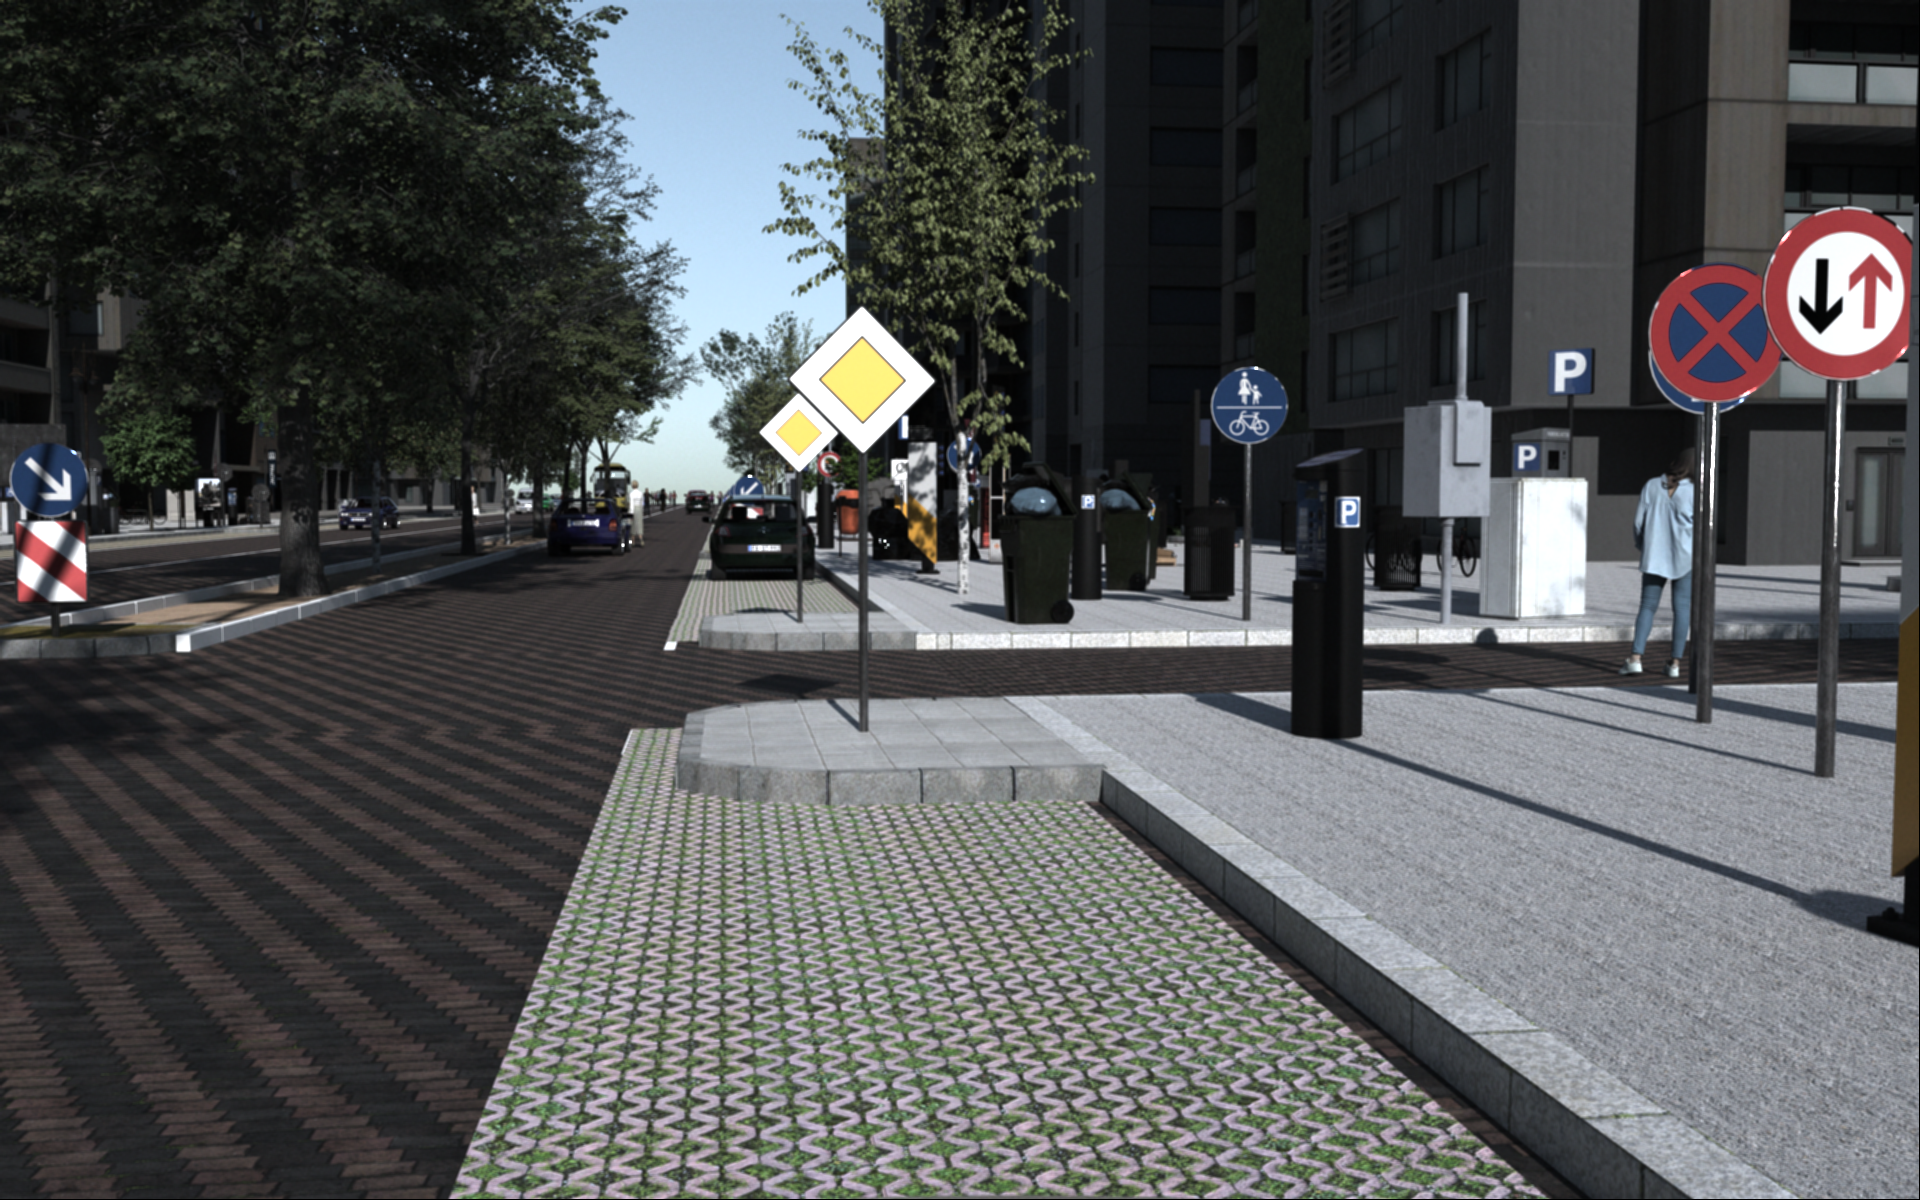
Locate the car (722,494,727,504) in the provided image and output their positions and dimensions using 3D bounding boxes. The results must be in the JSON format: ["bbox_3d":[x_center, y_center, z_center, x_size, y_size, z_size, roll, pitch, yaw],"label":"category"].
[{"bbox_3d":[-30.966,-13.619,232.266,1.945,1.707,3.694,-1,4,-9],"label":"car"}]

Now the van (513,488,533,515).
[{"bbox_3d":[-30.554,-7.070,122.598,2.013,2.044,4.112,-1,4,-10],"label":"van"}]

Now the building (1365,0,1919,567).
[{"bbox_3d":[16.217,-21.509,35.261,14.086,41.232,14.154,0,4,-8],"label":"building"}]

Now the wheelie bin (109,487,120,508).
[{"bbox_3d":[-36.442,-4.062,74.326,0.693,1.594,0.980,-2,4,-33],"label":"wheelie bin"}]

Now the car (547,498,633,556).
[{"bbox_3d":[-8.820,-1.761,41.373,1.945,1.354,3.894,0,4,-7],"label":"car"}]

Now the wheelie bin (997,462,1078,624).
[{"bbox_3d":[0.759,-0.572,17.256,0.693,1.594,0.980,-1,4,-18],"label":"wheelie bin"}]

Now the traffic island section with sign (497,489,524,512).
[{"bbox_3d":[-36.325,-8.036,140.017,1.989,1.847,2.006,0,4,-8],"label":"traffic island section with sign"}]

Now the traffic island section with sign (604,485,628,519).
[{"bbox_3d":[-18.304,-5.038,90.505,2.006,1.907,1.989,0,4,-8],"label":"traffic island section with sign"}]

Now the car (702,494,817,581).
[{"bbox_3d":[-3.441,-1.229,29.883,2.009,1.686,4.222,0,4,-8],"label":"car"}]

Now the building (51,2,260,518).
[{"bbox_3d":[-58.039,-31.163,98.754,28.713,52.752,27.495,0,4,-8],"label":"building"}]

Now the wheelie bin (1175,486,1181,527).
[{"bbox_3d":[8.216,-3.447,64.272,0.980,1.594,0.693,0,4,0],"label":"wheelie bin"}]

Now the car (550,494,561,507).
[{"bbox_3d":[-40.969,-10.027,175.949,2.014,1.417,4.499,0,4,-7],"label":"car"}]

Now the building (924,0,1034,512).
[{"bbox_3d":[9.237,-28.219,116.012,22.147,44.769,28.867,0,4,-8],"label":"building"}]

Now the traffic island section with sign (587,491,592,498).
[{"bbox_3d":[-47.512,-13.071,222.337,1.989,1.847,2.006,0,4,-8],"label":"traffic island section with sign"}]

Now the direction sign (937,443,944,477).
[{"bbox_3d":[-1.058,-5.206,77.113,0.876,3.537,0.379,-3,5,-40],"label":"direction sign"}]

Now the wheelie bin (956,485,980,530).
[{"bbox_3d":[0.288,-3.339,62.503,0.693,1.594,0.980,-3,4,-38],"label":"wheelie bin"}]

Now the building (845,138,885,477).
[{"bbox_3d":[-6.416,-31.735,202.465,14.154,41.232,14.086,0,4,-8],"label":"building"}]

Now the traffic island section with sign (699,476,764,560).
[{"bbox_3d":[-4.789,-1.821,38.405,1.989,1.847,2.006,0,4,-8],"label":"traffic island section with sign"}]

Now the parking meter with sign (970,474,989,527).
[{"bbox_3d":[0.862,-4.346,67.313,0.543,3.016,1.738,2,4,33],"label":"parking meter with sign"}]

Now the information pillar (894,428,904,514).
[{"bbox_3d":[-1.739,-3.749,52.645,0.504,3.616,0.183,0,4,5],"label":"information pillar"}]

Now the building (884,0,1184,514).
[{"bbox_3d":[4.253,-36.800,143.683,21.231,58.520,28.212,0,4,-8],"label":"building"}]

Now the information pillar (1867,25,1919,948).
[{"bbox_3d":[2.816,-0.820,4.758,0.183,3.616,0.504,-1,4,-15],"label":"information pillar"}]

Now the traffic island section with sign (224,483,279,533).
[{"bbox_3d":[-26.038,-3.405,64.295,1.989,1.847,2.006,0,4,-8],"label":"traffic island section with sign"}]

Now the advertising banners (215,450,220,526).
[{"bbox_3d":[-29.623,-4.456,69.049,0.090,3.025,2.074,-1,4,-20],"label":"advertising banners"}]

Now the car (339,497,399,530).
[{"bbox_3d":[-23.857,-3.509,69.957,1.945,1.354,3.894,0,4,-6],"label":"car"}]

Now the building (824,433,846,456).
[{"bbox_3d":[-4.405,-24.115,239.314,27.650,21.520,28.899,0,4,-8],"label":"building"}]

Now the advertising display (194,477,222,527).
[{"bbox_3d":[-29.166,-3.790,67.184,0.974,1.923,0.123,-1,4,-17],"label":"advertising display"}]

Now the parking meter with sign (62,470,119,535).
[{"bbox_3d":[-27.625,-3.586,54.891,1.738,3.016,0.543,0,4,-2],"label":"parking meter with sign"}]

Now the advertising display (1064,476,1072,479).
[{"bbox_3d":[3.717,-3.534,62.999,0.974,1.923,0.123,0,4,0],"label":"advertising display"}]

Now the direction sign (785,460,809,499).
[{"bbox_3d":[-6.078,-4.433,64.471,0.876,3.537,0.379,0,4,-1],"label":"direction sign"}]

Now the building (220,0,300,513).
[{"bbox_3d":[-54.763,-28.765,120.423,14.600,45.320,14.200,0,4,-8],"label":"building"}]

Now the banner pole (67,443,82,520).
[{"bbox_3d":[-43.370,-5.795,84.760,0.863,3.779,0.401,-1,4,-20],"label":"banner pole"}]

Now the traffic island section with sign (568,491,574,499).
[{"bbox_3d":[-43.883,-11.437,195.626,1.989,1.847,2.006,0,4,-8],"label":"traffic island section with sign"}]

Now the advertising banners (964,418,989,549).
[{"bbox_3d":[0.628,-2.729,40.812,0.090,3.025,2.074,2,4,31],"label":"advertising banners"}]

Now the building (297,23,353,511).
[{"bbox_3d":[-60.116,-42.703,136.441,20.563,71.187,20.611,0,4,-8],"label":"building"}]

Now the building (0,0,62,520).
[{"bbox_3d":[-51.903,-27.259,69.380,21.300,48.544,21.600,0,4,-8],"label":"building"}]

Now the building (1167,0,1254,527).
[{"bbox_3d":[13.996,-32.902,79.950,21.231,58.520,28.212,0,4,-8],"label":"building"}]

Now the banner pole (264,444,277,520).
[{"bbox_3d":[-34.268,-5.870,85.989,0.863,3.779,0.401,1,4,15],"label":"banner pole"}]

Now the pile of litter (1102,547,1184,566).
[{"bbox_3d":[3.367,-1.037,30.918,1.719,0.858,1.176,0,4,2],"label":"pile of litter"}]

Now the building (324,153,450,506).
[{"bbox_3d":[-63.621,-30.769,186.660,14.154,41.232,14.086,0,4,-8],"label":"building"}]

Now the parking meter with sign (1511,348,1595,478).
[{"bbox_3d":[6.774,-1.471,20.320,0.543,3.016,1.738,3,5,44],"label":"parking meter with sign"}]

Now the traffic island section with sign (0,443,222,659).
[{"bbox_3d":[-8.176,-0.484,16.049,2.006,1.907,1.989,0,4,-8],"label":"traffic island section with sign"}]

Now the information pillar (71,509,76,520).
[{"bbox_3d":[-40.808,-4.611,79.877,0.304,2.012,0.304,-3,5,-42],"label":"information pillar"}]

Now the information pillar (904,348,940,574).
[{"bbox_3d":[-0.590,-2.228,27.776,0.504,3.616,0.183,2,4,25],"label":"information pillar"}]

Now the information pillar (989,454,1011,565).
[{"bbox_3d":[0.725,-1.657,31.581,0.304,2.012,0.304,1,4,22],"label":"information pillar"}]

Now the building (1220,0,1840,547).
[{"bbox_3d":[15.159,-22.488,51.274,14.154,41.232,14.086,0,4,-8],"label":"building"}]

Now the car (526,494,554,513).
[{"bbox_3d":[-32.847,-7.746,135.437,1.959,1.807,4.718,0,4,-7],"label":"car"}]

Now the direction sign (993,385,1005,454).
[{"bbox_3d":[0.811,-2.714,36.376,0.379,3.537,0.876,1,4,16],"label":"direction sign"}]

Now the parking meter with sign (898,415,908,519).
[{"bbox_3d":[-0.896,-2.510,37.295,0.543,3.016,1.738,-1,4,-14],"label":"parking meter with sign"}]

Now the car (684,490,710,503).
[{"bbox_3d":[-23.323,-8.868,153.656,2.281,1.827,5.304,-1,4,-9],"label":"car"}]

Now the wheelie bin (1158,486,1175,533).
[{"bbox_3d":[2.598,-1.115,26.141,0.980,1.594,0.693,3,4,37],"label":"wheelie bin"}]

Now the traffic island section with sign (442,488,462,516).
[{"bbox_3d":[-32.633,-6.377,112.889,1.989,1.847,2.006,0,4,-8],"label":"traffic island section with sign"}]

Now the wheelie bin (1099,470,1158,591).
[{"bbox_3d":[2.222,-0.933,23.164,0.693,1.594,0.980,1,4,10],"label":"wheelie bin"}]

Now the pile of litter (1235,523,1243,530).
[{"bbox_3d":[9.391,-2.927,61.824,1.719,0.858,1.176,1,4,16],"label":"pile of litter"}]

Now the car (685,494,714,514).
[{"bbox_3d":[-18.534,-6.929,123.079,2.009,1.686,4.222,0,4,-6],"label":"car"}]

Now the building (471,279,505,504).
[{"bbox_3d":[-68.714,-33.473,230.871,14.154,41.232,14.086,0,4,-8],"label":"building"}]

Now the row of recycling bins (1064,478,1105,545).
[{"bbox_3d":[2.558,-2.336,45.313,1.069,1.692,3.534,-3,4,-38],"label":"row of recycling bins"}]

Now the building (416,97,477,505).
[{"bbox_3d":[-71.759,-35.972,207.753,23.786,49.044,30.456,0,4,-8],"label":"building"}]
